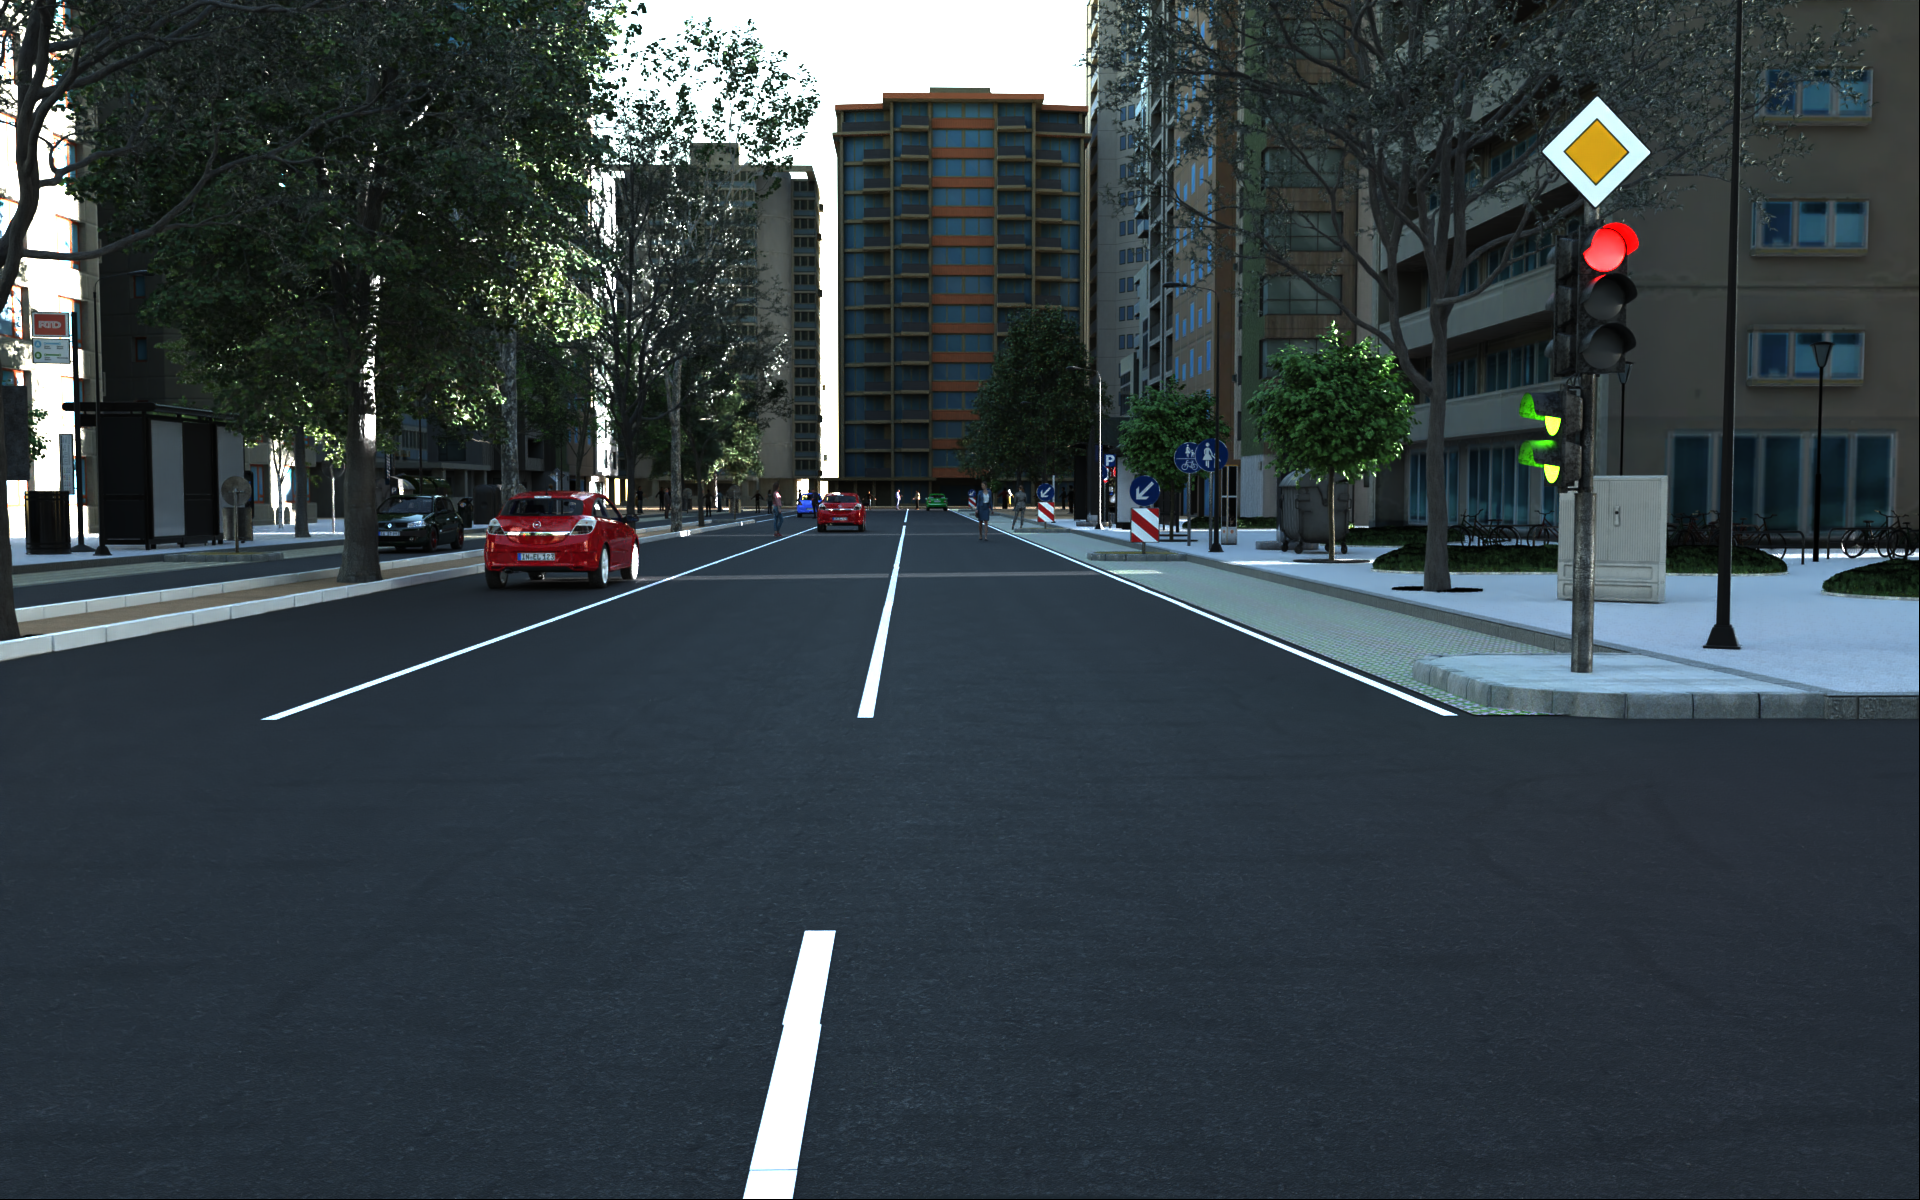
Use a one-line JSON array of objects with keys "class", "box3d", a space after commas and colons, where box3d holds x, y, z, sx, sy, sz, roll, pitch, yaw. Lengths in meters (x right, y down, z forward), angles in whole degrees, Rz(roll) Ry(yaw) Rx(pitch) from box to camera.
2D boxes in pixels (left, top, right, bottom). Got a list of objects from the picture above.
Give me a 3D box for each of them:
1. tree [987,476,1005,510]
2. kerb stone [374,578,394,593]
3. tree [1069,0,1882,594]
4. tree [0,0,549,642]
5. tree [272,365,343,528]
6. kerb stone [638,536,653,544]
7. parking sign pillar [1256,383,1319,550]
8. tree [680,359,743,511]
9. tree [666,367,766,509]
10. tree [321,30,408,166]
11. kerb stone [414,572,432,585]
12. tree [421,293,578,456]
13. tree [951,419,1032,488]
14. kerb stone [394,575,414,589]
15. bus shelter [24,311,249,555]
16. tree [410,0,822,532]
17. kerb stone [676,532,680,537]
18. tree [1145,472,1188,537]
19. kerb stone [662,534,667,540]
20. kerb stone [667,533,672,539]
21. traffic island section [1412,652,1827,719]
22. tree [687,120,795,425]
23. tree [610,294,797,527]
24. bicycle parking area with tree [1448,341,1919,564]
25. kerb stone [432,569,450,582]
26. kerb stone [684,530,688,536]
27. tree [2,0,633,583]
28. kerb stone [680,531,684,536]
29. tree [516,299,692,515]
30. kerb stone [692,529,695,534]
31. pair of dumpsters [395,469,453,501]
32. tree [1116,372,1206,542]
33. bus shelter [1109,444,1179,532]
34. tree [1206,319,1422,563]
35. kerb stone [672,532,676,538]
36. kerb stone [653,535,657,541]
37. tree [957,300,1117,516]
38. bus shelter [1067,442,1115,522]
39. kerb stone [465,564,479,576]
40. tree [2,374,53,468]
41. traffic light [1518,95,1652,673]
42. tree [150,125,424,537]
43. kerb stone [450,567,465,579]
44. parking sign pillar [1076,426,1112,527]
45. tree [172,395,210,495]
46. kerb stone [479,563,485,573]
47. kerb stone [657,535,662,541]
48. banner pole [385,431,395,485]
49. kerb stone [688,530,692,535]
[{"class": "tree", "box3d": [2.793, -9.164, 144.430, 1.663, 3.219, 1.824, 0, 3, 0]}, {"class": "kerb stone", "box3d": [-8.580, -0.194, 25.505, 0.120, 0.150, 1.000, 0, 4, -2]}, {"class": "tree", "box3d": [6.167, -6.860, 22.537, 12.009, 13.543, 11.850, 0, 3, 0]}, {"class": "tree", "box3d": [-9.363, -6.334, 16.389, 12.009, 13.543, 11.850, 0, 3, 0]}, {"class": "tree", "box3d": [-25.459, -7.017, 65.087, 4.737, 8.622, 4.395, 0, 3, 0]}, {"class": "kerb stone", "box3d": [-9.292, -1.768, 51.151, 0.120, 0.150, 1.000, 0, 4, -2]}, {"class": "parking sign pillar", "box3d": [7.592, -3.156, 40.080, 1.447, 3.967, 1.447, 0, 4, 6]}, {"class": "tree", "box3d": [-20.802, -13.620, 129.339, 9.857, 13.997, 8.962, 0, 3, 0]}, {"class": "tree", "box3d": [-21.626, -14.447, 153.217, 9.611, 12.733, 9.660, 0, 3, 0]}, {"class": "tree", "box3d": [-11.252, -11.039, 38.838, 12.611, 20.169, 13.585, 0, 3, 0]}, {"class": "kerb stone", "box3d": [-8.636, -0.327, 27.551, 0.120, 0.150, 1.000, 0, 4, -2]}, {"class": "tree", "box3d": [-20.628, -8.743, 77.360, 7.601, 10.594, 8.767, -1, 4, -10]}, {"class": "tree", "box3d": [2.858, -13.746, 159.156, 8.767, 10.594, 7.601, -3, 4, -39]}, {"class": "kerb stone", "box3d": [-8.608, -0.262, 26.529, 0.120, 0.150, 1.000, 0, 4, -2]}, {"class": "bus shelter", "box3d": [-19.374, -3.867, 40.856, 2.179, 5.291, 8.768, 0, 4, -2]}, {"class": "tree", "box3d": [-11.868, -12.647, 65.122, 12.611, 20.169, 13.585, 0, 3, 0]}, {"class": "kerb stone", "box3d": [-9.483, -2.148, 57.307, 0.120, 0.150, 1.000, 0, 4, -2]}, {"class": "tree", "box3d": [6.446, -3.563, 52.863, 1.663, 3.219, 1.824, 0, 3, 0]}, {"class": "kerb stone", "box3d": [-9.390, -1.956, 54.223, 0.120, 0.150, 1.000, 0, 4, -2]}, {"class": "kerb stone", "box3d": [-9.408, -2.022, 55.260, 0.120, 0.150, 1.000, 0, 4, -2]}, {"class": "traffic island section", "box3d": [4.504, 0.599, 12.488, 2.009, 0.180, 2.903, 0, 4, -2]}, {"class": "tree", "box3d": [-10.134, -8.572, 52.982, 12.009, 13.543, 11.850, 0, 3, 0]}, {"class": "tree", "box3d": [-11.266, -8.486, 75.622, 8.767, 10.594, 7.601, 0, 4, -2]}, {"class": "bicycle parking area with tree", "box3d": [15.141, -2.944, 35.136, 9.016, 4.147, 8.231, 0, 4, -8]}, {"class": "kerb stone", "box3d": [-8.658, -0.390, 28.573, 0.120, 0.150, 1.000, 0, 4, -2]}, {"class": "kerb stone", "box3d": [-9.542, -2.273, 59.362, 0.120, 0.150, 1.000, 0, 4, -2]}, {"class": "tree", "box3d": [-9.743, -7.256, 27.753, 9.857, 13.997, 8.962, 0, 3, 0]}, {"class": "kerb stone", "box3d": [-9.505, -2.211, 58.338, 0.120, 0.150, 1.000, 0, 4, -2]}, {"class": "tree", "box3d": [-19.683, -10.024, 89.651, 9.928, 11.665, 9.643, 0, 3, 0]}, {"class": "kerb stone", "box3d": [-9.593, -2.398, 61.406, 0.120, 0.150, 1.000, 0, 4, -2]}, {"class": "pair of dumpsters", "box3d": [-20.798, -3.914, 66.486, 1.574, 2.255, 4.437, 0, 4, -2]}, {"class": "tree", "box3d": [5.744, -3.867, 46.947, 4.285, 4.588, 4.351, 0, 3, 0]}, {"class": "bus shelter", "box3d": [6.479, -4.052, 60.173, 2.014, 3.302, 5.546, 0, 4, -2]}, {"class": "tree", "box3d": [7.040, -2.998, 32.735, 4.285, 4.588, 4.351, 0, 3, 0]}, {"class": "kerb stone", "box3d": [-9.447, -2.085, 56.281, 0.120, 0.150, 1.000, 0, 4, -2]}, {"class": "kerb stone", "box3d": [-9.330, -1.830, 52.176, 0.120, 0.150, 1.000, 0, 4, -2]}, {"class": "tree", "box3d": [4.934, -11.350, 102.582, 9.611, 12.733, 9.660, 0, 3, 0]}, {"class": "bus shelter", "box3d": [6.089, -5.473, 80.773, 1.731, 3.624, 6.357, 0, 4, -1]}, {"class": "kerb stone", "box3d": [-8.728, -0.508, 30.624, 0.120, 0.150, 1.000, 0, 4, -2]}, {"class": "tree", "box3d": [-23.941, -3.564, 41.990, 4.285, 4.588, 4.351, 0, 3, 0]}, {"class": "traffic light", "box3d": [4.464, -1.434, 12.373, 0.839, 4.253, 0.868, 0, 4, -2]}, {"class": "tree", "box3d": [-19.953, -8.124, 50.954, 7.486, 12.596, 7.792, 0, 3, 0]}, {"class": "kerb stone", "box3d": [-8.695, -0.453, 29.599, 0.120, 0.150, 1.000, 0, 4, -2]}, {"class": "parking sign pillar", "box3d": [5.340, -4.914, 68.811, 1.447, 3.967, 1.447, 0, 4, -2]}, {"class": "tree", "box3d": [-25.710, -4.516, 57.557, 4.285, 4.588, 4.351, 0, 3, 0]}, {"class": "kerb stone", "box3d": [-8.752, -0.579, 31.655, 0.120, 0.150, 1.000, 0, 4, -2]}, {"class": "kerb stone", "box3d": [-9.358, -1.896, 53.198, 0.120, 0.150, 1.000, 0, 4, -2]}, {"class": "banner pole", "box3d": [-19.250, -4.193, 58.568, 0.863, 3.779, 0.401, 3, 5, 45]}, {"class": "kerb stone", "box3d": [-9.559, -2.336, 60.384, 0.120, 0.150, 1.000, 0, 4, -2]}]
